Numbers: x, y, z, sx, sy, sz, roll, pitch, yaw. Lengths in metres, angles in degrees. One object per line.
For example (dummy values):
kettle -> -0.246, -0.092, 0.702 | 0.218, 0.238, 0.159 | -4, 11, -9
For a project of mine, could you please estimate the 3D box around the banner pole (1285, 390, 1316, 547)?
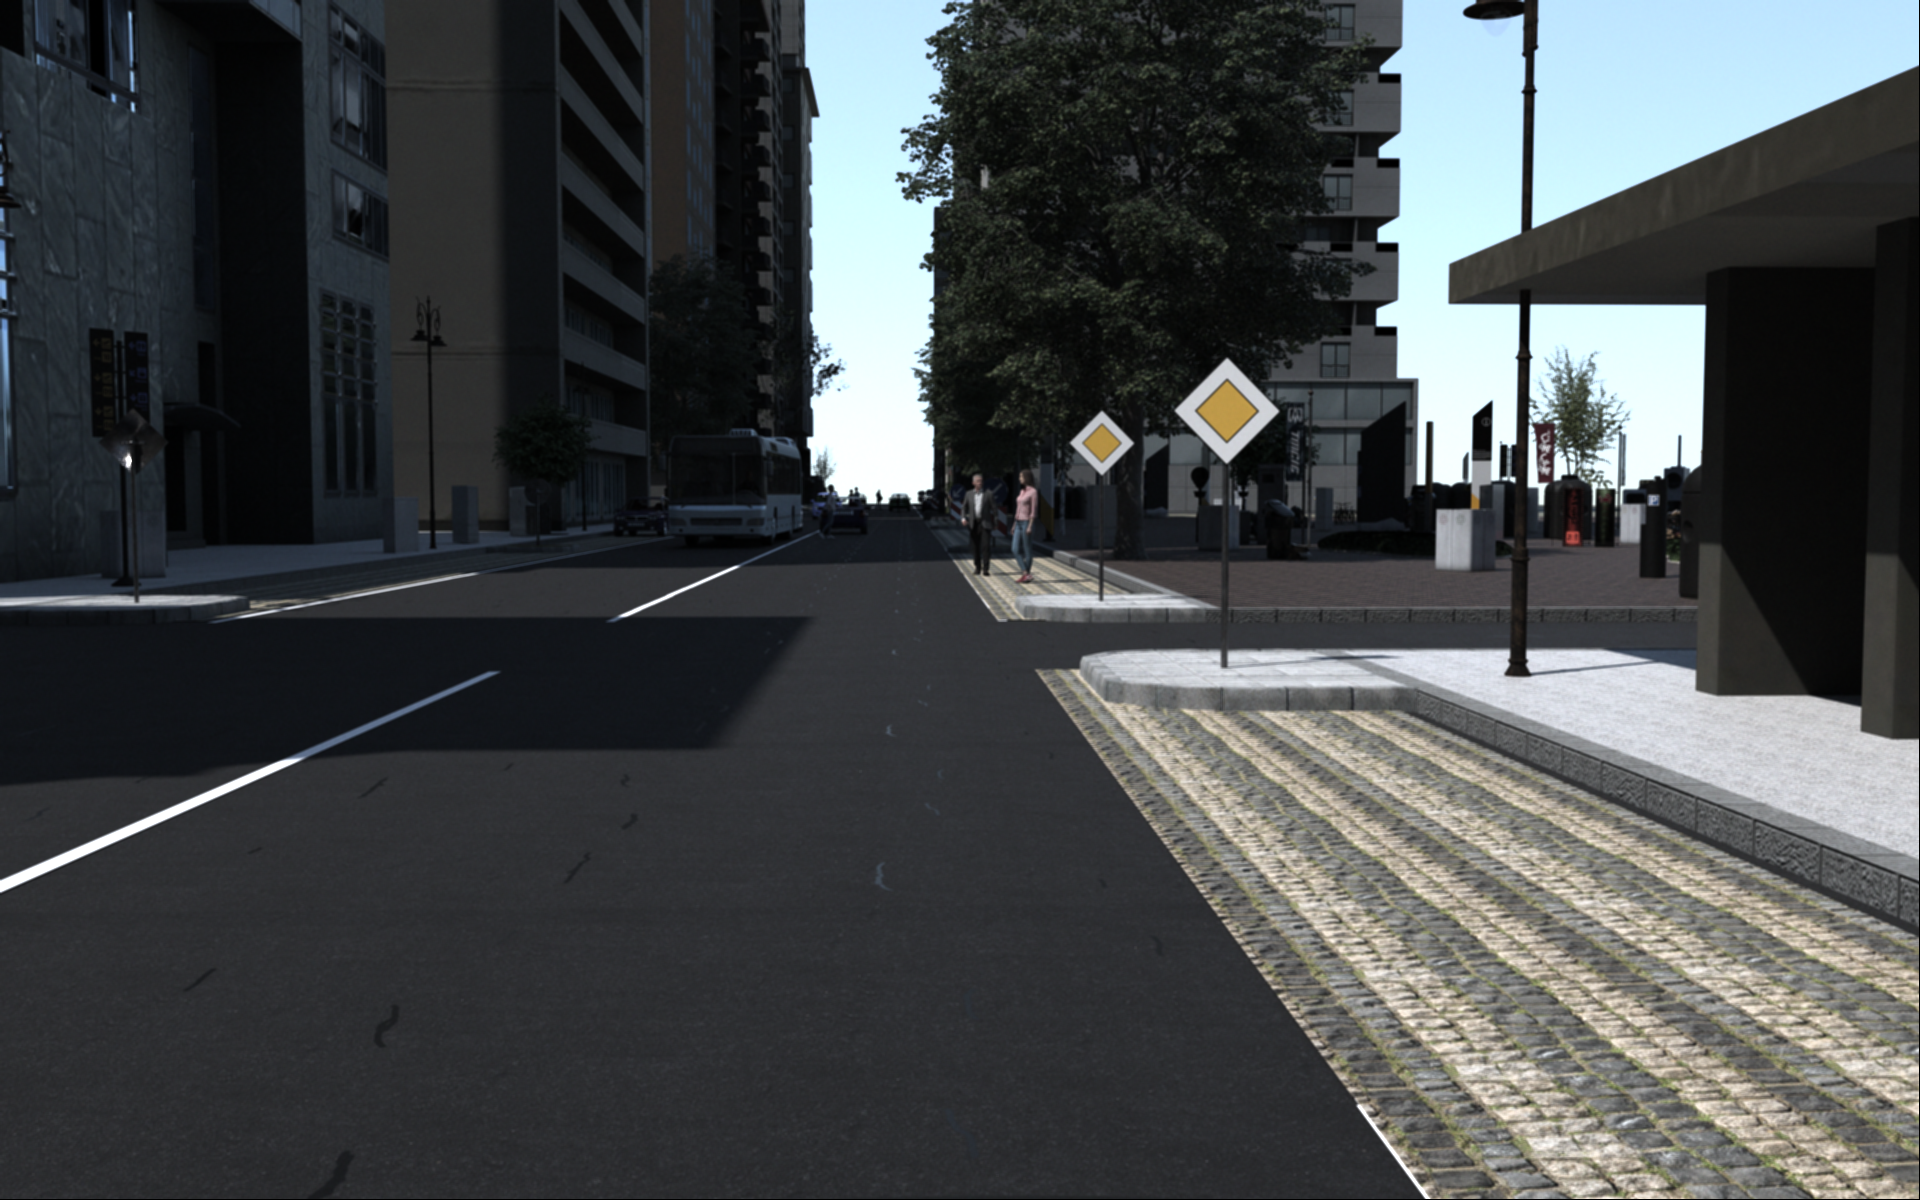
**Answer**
banner pole -> 8.209, -3.160, 41.688 | 0.863, 3.779, 0.401 | -1, 4, -13

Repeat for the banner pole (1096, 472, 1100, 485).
banner pole -> 7.844, -6.449, 95.452 | 0.863, 3.779, 0.401 | -1, 4, -22

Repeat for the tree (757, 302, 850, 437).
tree -> -16.846, -19.117, 168.447 | 12.611, 20.169, 13.585 | 0, 3, 0

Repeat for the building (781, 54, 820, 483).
building -> -32.018, -38.104, 212.237 | 28.713, 52.752, 27.495 | 0, 4, -2

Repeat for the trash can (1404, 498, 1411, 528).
trash can -> 17.327, -3.343, 66.304 | 0.748, 1.137, 0.748 | 0, 3, 0

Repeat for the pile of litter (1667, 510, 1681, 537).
pile of litter -> 19.716, -2.106, 48.395 | 1.176, 0.858, 1.719 | 1, 4, 9

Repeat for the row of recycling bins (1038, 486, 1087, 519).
row of recycling bins -> 5.335, -5.076, 90.112 | 1.069, 1.692, 3.534 | -3, 4, -36

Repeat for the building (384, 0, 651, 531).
building -> -24.685, -27.189, 68.237 | 21.300, 48.544, 21.600 | 0, 4, -2

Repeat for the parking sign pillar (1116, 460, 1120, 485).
parking sign pillar -> 7.910, -5.984, 86.311 | 1.447, 3.967, 1.447 | 2, 4, 27

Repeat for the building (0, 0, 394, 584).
building -> -25.249, -44.023, 32.446 | 22.319, 86.520, 31.000 | 0, 4, -2

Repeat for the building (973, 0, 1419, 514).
building -> 14.813, -32.596, 122.184 | 28.713, 52.752, 27.495 | 0, 4, -2

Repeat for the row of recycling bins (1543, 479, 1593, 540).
row of recycling bins -> 17.386, -2.605, 49.700 | 1.069, 1.692, 3.534 | 1, 4, 10

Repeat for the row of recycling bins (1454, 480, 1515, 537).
row of recycling bins -> 16.441, -2.840, 53.540 | 1.069, 1.692, 3.534 | 0, 4, -1

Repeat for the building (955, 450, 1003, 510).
building -> 10.120, -43.283, 145.922 | 20.563, 71.187, 20.611 | 0, 4, -2

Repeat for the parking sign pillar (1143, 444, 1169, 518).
parking sign pillar -> 10.521, -6.395, 93.024 | 1.447, 3.967, 1.447 | -1, 4, -21

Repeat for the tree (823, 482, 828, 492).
tree -> -20.022, -15.706, 251.399 | 1.663, 3.219, 1.824 | 0, 3, 0

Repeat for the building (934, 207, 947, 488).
building -> 3.224, -34.533, 248.215 | 14.154, 41.232, 14.086 | 0, 4, -2

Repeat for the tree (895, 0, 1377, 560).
tree -> 3.399, -7.787, 33.976 | 9.857, 13.997, 8.962 | 0, 3, 0

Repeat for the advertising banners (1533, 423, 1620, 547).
advertising banners -> 14.973, -2.811, 42.152 | 2.074, 3.025, 0.090 | 2, 4, 35

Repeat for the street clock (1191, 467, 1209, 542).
street clock -> 6.359, -2.528, 45.896 | 0.471, 2.002, 0.358 | 1, 4, 12

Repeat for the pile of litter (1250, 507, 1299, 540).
pile of litter -> 8.256, -2.081, 47.982 | 1.176, 0.858, 1.719 | -3, 5, -43

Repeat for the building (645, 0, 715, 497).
building -> -22.188, -27.615, 101.611 | 14.600, 45.320, 14.200 | 0, 4, -2

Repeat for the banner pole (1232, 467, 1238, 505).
banner pole -> 9.491, -4.225, 59.102 | 0.401, 3.779, 0.863 | -3, 4, -37

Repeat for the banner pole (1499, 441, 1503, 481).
banner pole -> 25.589, -5.619, 81.894 | 0.401, 3.779, 0.863 | 2, 4, 28

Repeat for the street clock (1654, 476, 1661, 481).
street clock -> 27.907, -3.962, 69.347 | 0.358, 2.002, 0.471 | 1, 4, 13

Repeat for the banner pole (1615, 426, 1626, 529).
banner pole -> 24.404, -4.518, 63.886 | 0.401, 3.779, 0.863 | 3, 5, 40

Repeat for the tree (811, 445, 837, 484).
tree -> -20.207, -18.676, 255.712 | 4.360, 8.622, 3.978 | 0, 3, 0

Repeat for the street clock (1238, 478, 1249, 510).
street clock -> 8.976, -3.077, 54.881 | 0.358, 2.002, 0.471 | 1, 4, 11

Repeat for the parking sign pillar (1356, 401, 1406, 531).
parking sign pillar -> 12.239, -3.784, 50.342 | 1.447, 3.967, 1.447 | 0, 4, -7

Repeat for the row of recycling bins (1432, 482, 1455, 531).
row of recycling bins -> 18.152, -3.314, 61.296 | 3.534, 1.692, 1.069 | 0, 4, -6

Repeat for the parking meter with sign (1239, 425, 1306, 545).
parking meter with sign -> 7.912, -2.925, 44.092 | 1.738, 3.016, 0.543 | 1, 4, 12

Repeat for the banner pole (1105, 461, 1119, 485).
banner pole -> 7.489, -5.730, 83.704 | 0.401, 3.779, 0.863 | -2, 4, -29

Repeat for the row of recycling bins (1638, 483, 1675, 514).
row of recycling bins -> 26.278, -3.425, 63.106 | 1.069, 1.692, 3.534 | -2, 4, -34

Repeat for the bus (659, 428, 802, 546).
bus -> -6.464, -3.436, 51.041 | 2.948, 3.499, 13.247 | 0, 4, -1

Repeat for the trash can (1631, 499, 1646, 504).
trash can -> 20.599, -2.483, 52.251 | 0.748, 1.137, 0.748 | 0, 3, 0

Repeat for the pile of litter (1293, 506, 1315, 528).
pile of litter -> 12.658, -3.154, 65.534 | 1.719, 0.858, 1.176 | 1, 4, 17

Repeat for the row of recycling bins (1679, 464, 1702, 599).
row of recycling bins -> 10.615, -0.843, 20.894 | 3.534, 1.692, 1.069 | 1, 4, 16

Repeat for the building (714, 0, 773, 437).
building -> -27.221, -29.910, 143.655 | 22.147, 44.769, 28.867 | 0, 4, -2

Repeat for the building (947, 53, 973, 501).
building -> 6.276, -29.421, 164.635 | 14.154, 41.232, 14.086 | 0, 4, -2

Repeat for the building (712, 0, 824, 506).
building -> -29.227, -48.799, 236.121 | 20.563, 71.187, 20.611 | 0, 4, -2

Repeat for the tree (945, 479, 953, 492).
tree -> -0.628, -11.410, 181.158 | 1.663, 3.219, 1.824 | 0, 3, 0

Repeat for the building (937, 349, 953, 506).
building -> 11.047, -23.347, 226.758 | 27.650, 21.520, 28.899 | 0, 4, -2
